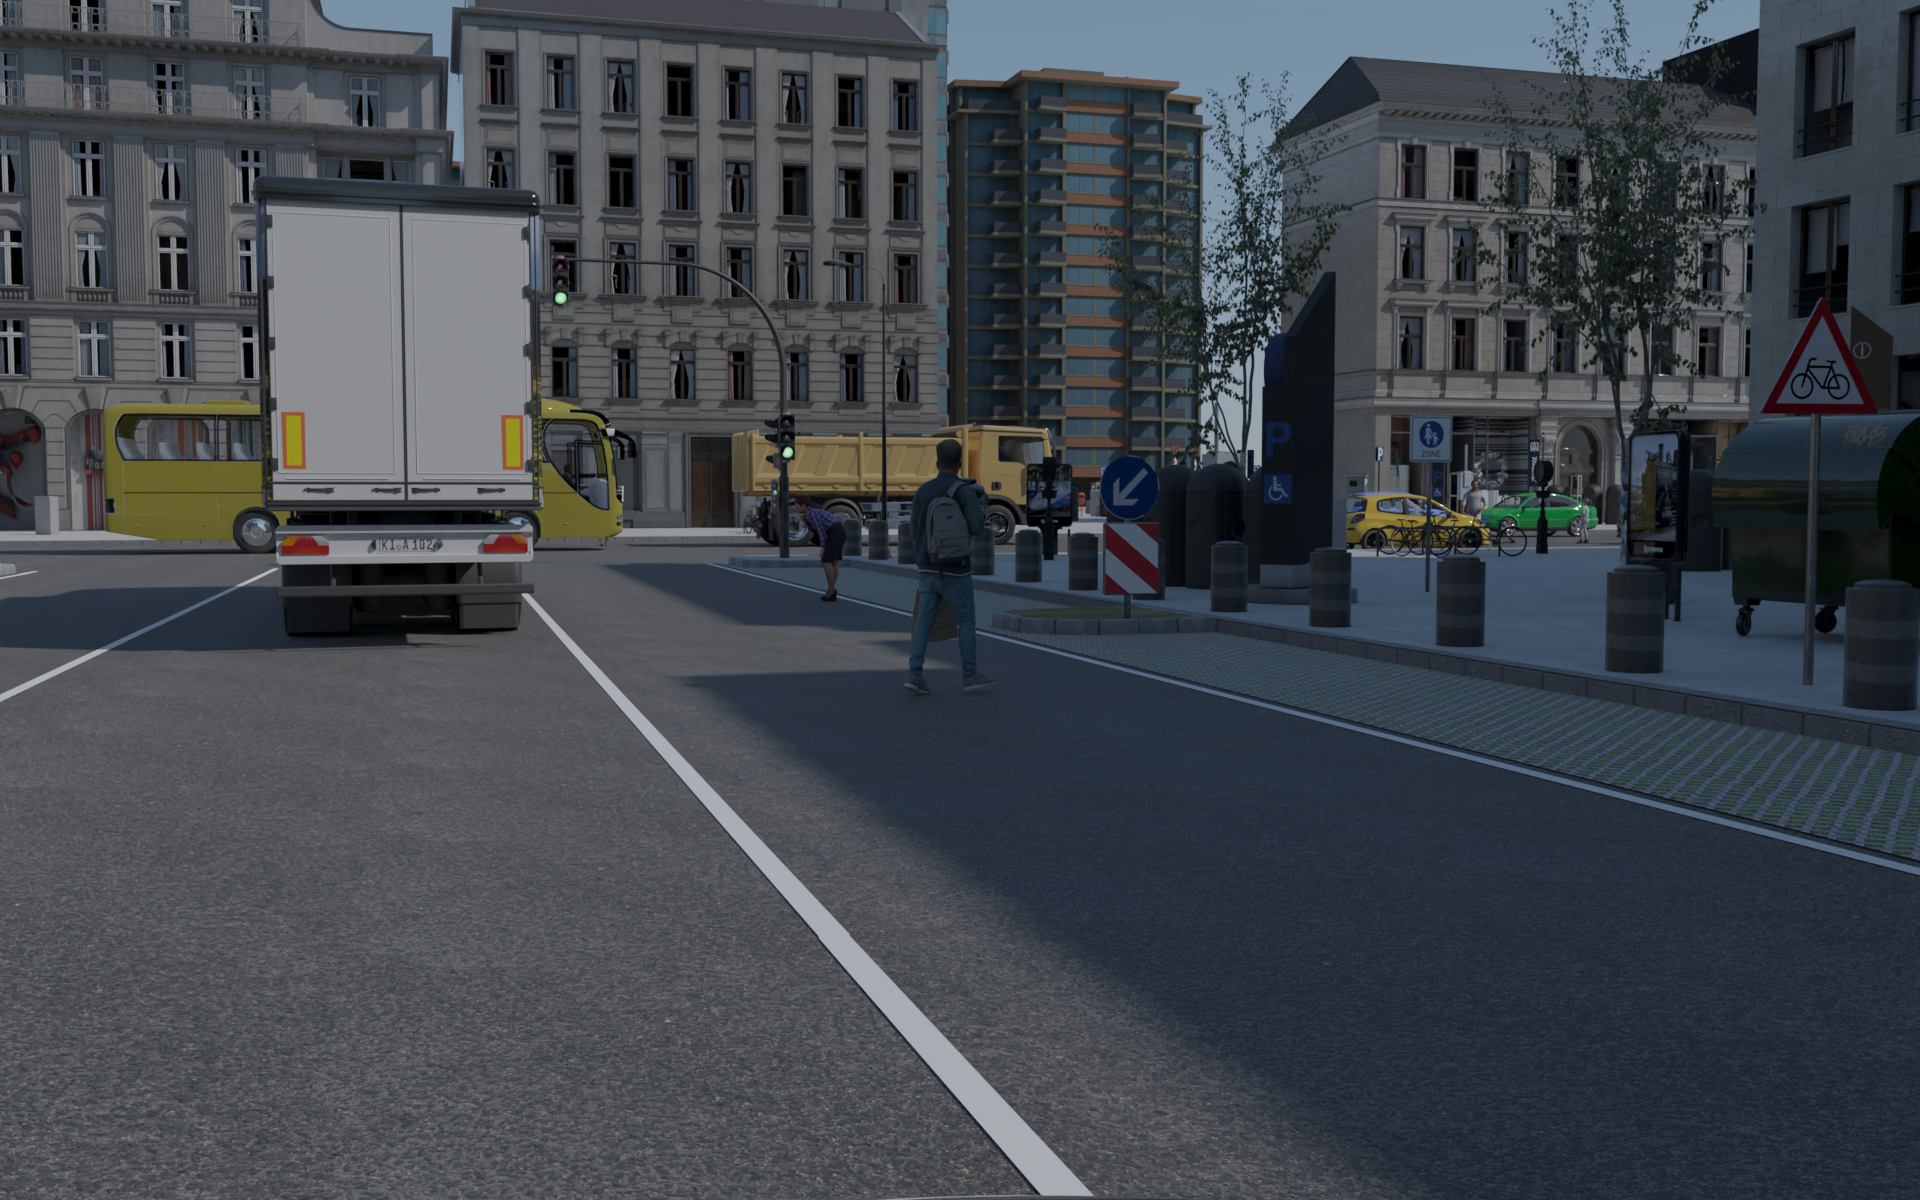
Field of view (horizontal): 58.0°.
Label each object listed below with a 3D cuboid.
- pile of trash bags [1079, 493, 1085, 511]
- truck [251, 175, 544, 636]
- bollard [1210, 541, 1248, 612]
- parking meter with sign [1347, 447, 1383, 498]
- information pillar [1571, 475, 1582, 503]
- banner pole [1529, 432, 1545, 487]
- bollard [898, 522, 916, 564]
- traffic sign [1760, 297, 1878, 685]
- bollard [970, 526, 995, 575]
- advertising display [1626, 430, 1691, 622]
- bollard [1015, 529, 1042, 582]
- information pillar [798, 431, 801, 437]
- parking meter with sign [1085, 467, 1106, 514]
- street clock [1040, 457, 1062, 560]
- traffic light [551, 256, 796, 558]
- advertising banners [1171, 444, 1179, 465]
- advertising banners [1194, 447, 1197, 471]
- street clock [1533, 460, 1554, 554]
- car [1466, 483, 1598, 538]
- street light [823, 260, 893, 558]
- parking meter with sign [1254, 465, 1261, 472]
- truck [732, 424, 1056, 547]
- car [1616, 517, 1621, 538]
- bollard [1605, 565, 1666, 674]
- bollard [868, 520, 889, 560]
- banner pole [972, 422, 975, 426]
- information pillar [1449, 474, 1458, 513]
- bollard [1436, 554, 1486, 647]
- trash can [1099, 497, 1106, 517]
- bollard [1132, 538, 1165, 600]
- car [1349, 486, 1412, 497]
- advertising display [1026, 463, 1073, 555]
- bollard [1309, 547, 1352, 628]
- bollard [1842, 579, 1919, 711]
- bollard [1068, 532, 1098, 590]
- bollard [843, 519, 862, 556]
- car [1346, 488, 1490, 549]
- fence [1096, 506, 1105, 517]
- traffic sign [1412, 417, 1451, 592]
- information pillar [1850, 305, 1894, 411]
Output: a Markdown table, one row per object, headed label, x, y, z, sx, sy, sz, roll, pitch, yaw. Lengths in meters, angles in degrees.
| label | x | y | z | sx | sy | sz | roll | pitch | yaw |
| --- | --- | --- | --- | --- | --- | --- | --- | --- | --- |
| pile of trash bags | 10.381 | -7.407 | 130.851 | 3.447 | 1.369 | 1.912 | -2 | 4 | -26 |
| truck | -6.817 | -1.959 | 20.943 | 2.839 | 4.237 | 11.283 | -1 | 4 | -19 |
| bollard | 2.946 | -0.259 | 18.951 | 0.404 | 0.777 | 0.398 | 0 | 3 | 0 |
| parking meter with sign | 14.706 | -4.149 | 64.103 | 1.738 | 3.016 | 0.543 | 2 | 4 | 35 |
| information pillar | 24.077 | -3.866 | 67.706 | 0.304 | 2.012 | 0.304 | -3 | 5 | -44 |
| banner pole | 23.289 | -4.881 | 69.827 | 0.863 | 3.779 | 0.401 | -1 | 4 | -13 |
| bollard | -0.941 | -1.043 | 31.765 | 0.404 | 0.777 | 0.398 | 0 | 3 | 0 |
| traffic sign | 5.700 | -0.707 | 11.565 | 0.884 | 2.594 | 0.081 | -1 | 4 | -12 |
| bollard | 0.354 | -0.781 | 27.486 | 0.404 | 0.777 | 0.398 | 0 | 3 | 0 |
| advertising display | 7.170 | -0.771 | 17.821 | 0.123 | 1.923 | 0.974 | -1 | 4 | -8 |
| bollard | 1.006 | -0.651 | 25.355 | 0.404 | 0.777 | 0.398 | 0 | 3 | 0 |
| information pillar | -5.946 | -4.466 | 64.377 | 0.183 | 3.616 | 0.504 | -1 | 4 | -12 |
| parking meter with sign | 8.825 | -7.105 | 112.430 | 0.543 | 3.016 | 1.738 | 3 | 5 | 42 |
| street clock | 1.726 | -1.774 | 33.577 | 0.358 | 2.002 | 0.471 | 0 | 4 | 8 |
| traffic light | -5.528 | -3.622 | 33.893 | 4.771 | 5.953 | 1.251 | -1 | 4 | -17 |
| advertising banners | 7.083 | -3.909 | 60.101 | 0.090 | 3.025 | 2.074 | 3 | 4 | 37 |
| advertising banners | 8.448 | -4.118 | 63.520 | 0.090 | 3.025 | 2.074 | 1 | 4 | 22 |
| street clock | 12.538 | -2.000 | 37.263 | 0.358 | 2.002 | 0.471 | -1 | 4 | -9 |
| car | 19.119 | -3.026 | 58.273 | 4.718 | 1.807 | 1.959 | -1 | 4 | -18 |
| street light | -2.043 | -3.797 | 34.622 | 1.470 | 5.913 | 1.316 | -1 | 4 | -17 |
| parking meter with sign | 17.724 | -6.574 | 103.740 | 0.543 | 3.016 | 1.738 | 1 | 4 | 9 |
| truck | -1.359 | -3.230 | 48.732 | 9.791 | 3.379 | 3.469 | -1 | 4 | -17 |
| car | 20.997 | -2.487 | 49.704 | 4.494 | 1.783 | 2.155 | -1 | 4 | -17 |
| bollard | 4.891 | 0.133 | 12.545 | 0.404 | 0.777 | 0.398 | 0 | 3 | 0 |
| bollard | -1.595 | -1.174 | 33.905 | 0.404 | 0.777 | 0.398 | 0 | 3 | 0 |
| banner pole | 0.291 | -4.315 | 60.569 | 0.863 | 3.779 | 0.401 | 3 | 4 | 38 |
| information pillar | 17.665 | -3.518 | 62.012 | 0.304 | 2.012 | 0.304 | 1 | 4 | 12 |
| bollard | 4.244 | 0.002 | 14.678 | 0.404 | 0.777 | 0.398 | 0 | 3 | 0 |
| trash can | 8.044 | -5.165 | 96.099 | 0.748 | 1.137 | 0.748 | 0 | 3 | 0 |
| bollard | 2.298 | -0.389 | 21.084 | 0.404 | 0.777 | 0.398 | 0 | 3 | 0 |
| car | 13.511 | -2.688 | 53.536 | 3.694 | 1.707 | 1.945 | -1 | 4 | -17 |
| advertising display | 1.877 | -1.910 | 36.444 | 0.974 | 1.923 | 0.123 | 0 | 4 | -4 |
| bollard | 3.595 | -0.128 | 16.810 | 0.404 | 0.777 | 0.398 | 0 | 3 | 0 |
| bollard | 5.539 | 0.263 | 10.413 | 0.404 | 0.777 | 0.398 | 0 | 3 | 0 |
| bollard | 1.653 | -0.520 | 23.218 | 0.404 | 0.777 | 0.398 | 0 | 3 | 0 |
| bollard | -2.241 | -1.304 | 36.038 | 0.404 | 0.777 | 0.398 | 0 | 3 | 0 |
| car | 11.054 | -1.979 | 42.577 | 3.980 | 1.641 | 2.015 | -1 | 4 | -15 |
| fence | 7.010 | -4.182 | 83.747 | 0.278 | 0.683 | 2.069 | -1 | 4 | -22 |
| traffic sign | 6.131 | -1.255 | 22.651 | 0.606 | 2.300 | 0.079 | -1 | 4 | -16 |
| information pillar | 11.258 | -1.843 | 21.495 | 0.504 | 3.616 | 0.183 | 3 | 4 | 37 |
